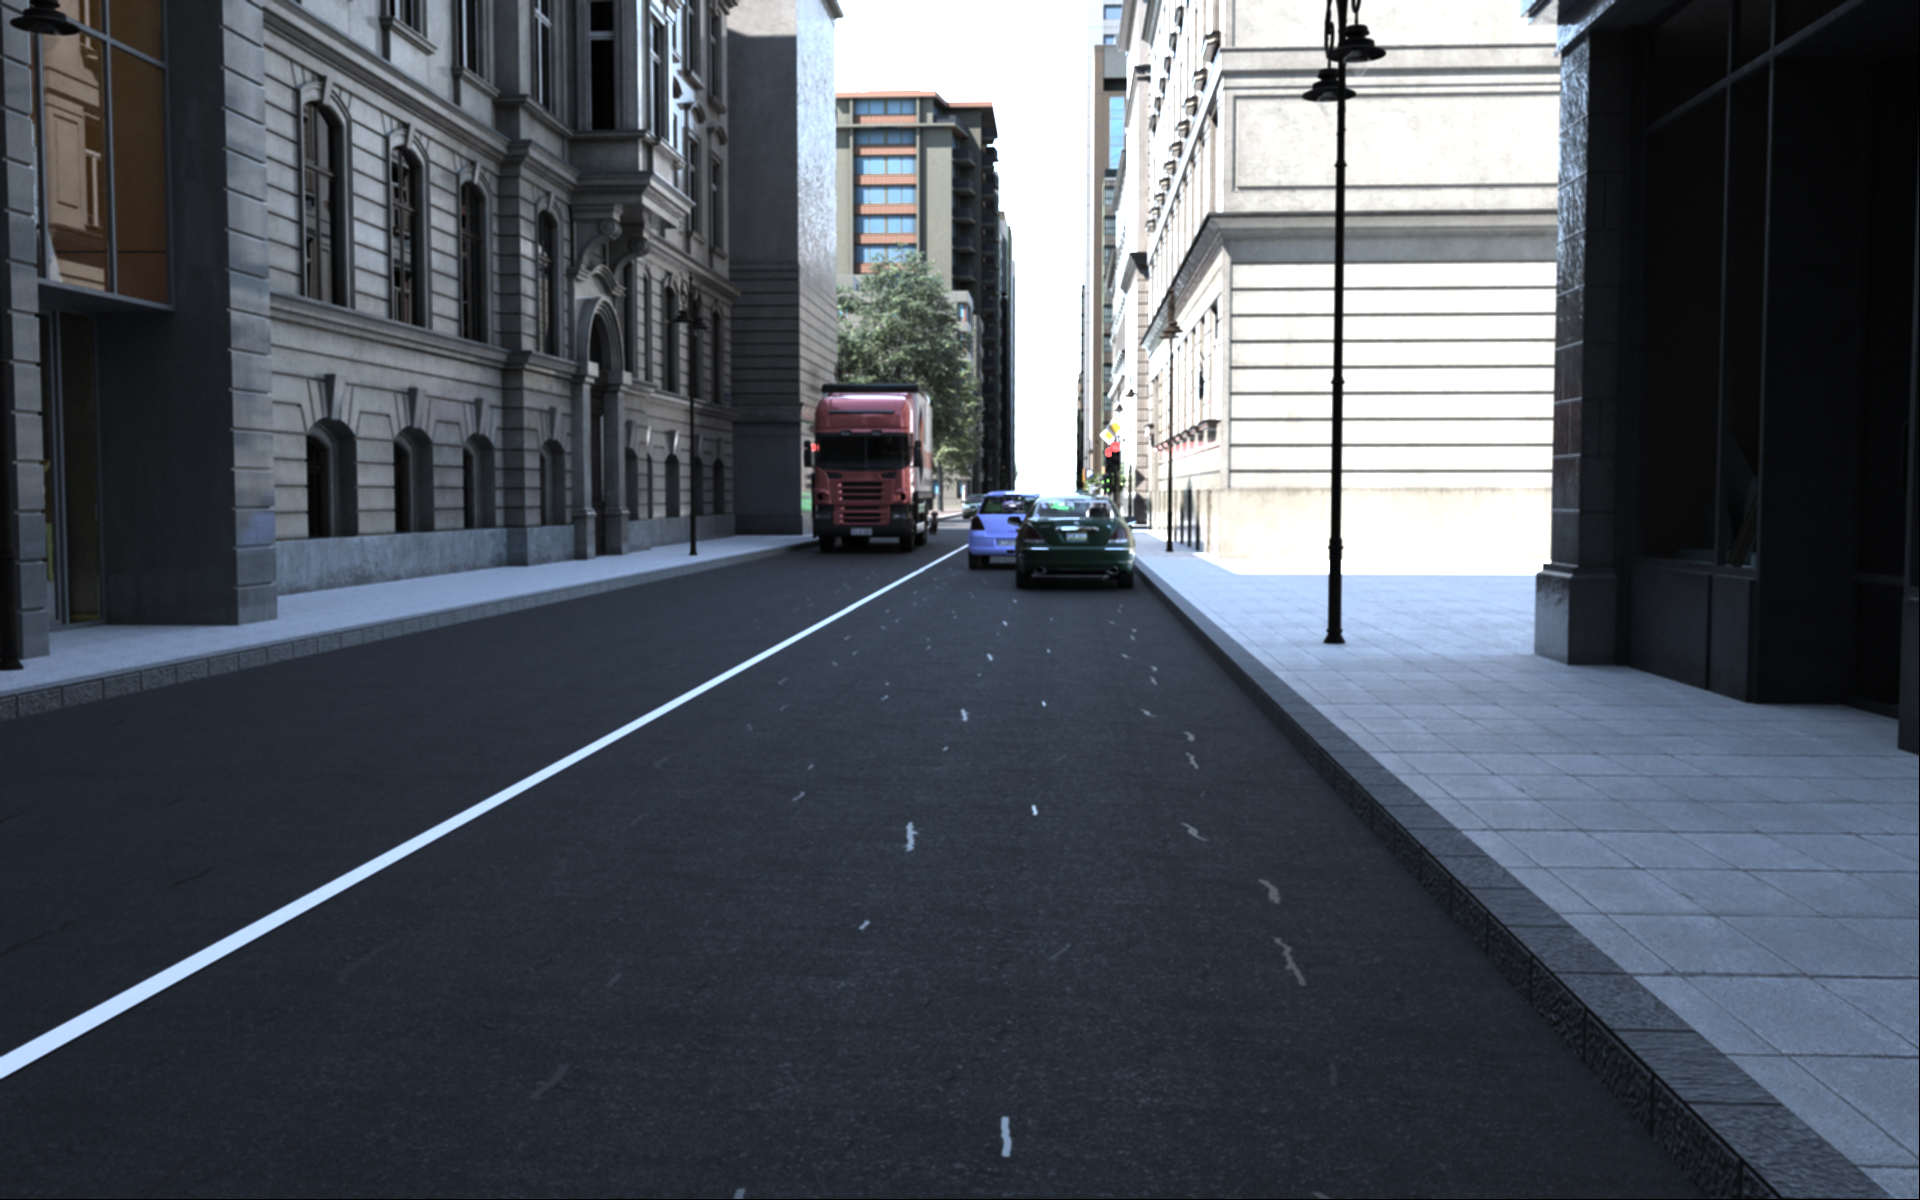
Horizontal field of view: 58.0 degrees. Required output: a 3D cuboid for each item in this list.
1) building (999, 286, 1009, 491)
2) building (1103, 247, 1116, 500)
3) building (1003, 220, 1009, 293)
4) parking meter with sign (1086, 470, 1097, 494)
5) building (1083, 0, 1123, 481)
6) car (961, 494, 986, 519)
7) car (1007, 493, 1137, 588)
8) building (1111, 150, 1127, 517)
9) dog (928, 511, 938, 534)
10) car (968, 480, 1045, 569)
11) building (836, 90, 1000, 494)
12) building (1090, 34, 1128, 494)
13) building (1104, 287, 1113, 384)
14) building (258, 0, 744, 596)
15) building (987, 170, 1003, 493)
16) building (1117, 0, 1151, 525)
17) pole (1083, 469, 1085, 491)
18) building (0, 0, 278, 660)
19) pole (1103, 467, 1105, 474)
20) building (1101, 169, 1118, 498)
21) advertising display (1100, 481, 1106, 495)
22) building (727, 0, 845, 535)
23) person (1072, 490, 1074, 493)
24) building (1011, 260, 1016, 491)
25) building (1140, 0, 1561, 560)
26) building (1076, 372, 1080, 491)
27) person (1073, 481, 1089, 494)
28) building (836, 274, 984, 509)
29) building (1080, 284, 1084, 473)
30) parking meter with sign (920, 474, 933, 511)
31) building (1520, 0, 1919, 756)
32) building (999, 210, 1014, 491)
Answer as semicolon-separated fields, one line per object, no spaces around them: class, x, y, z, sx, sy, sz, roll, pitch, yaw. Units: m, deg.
building;-0.607;-28.481;237.370;14.160;30.474;14.107;0;4;3
building;14.987;-15.302;114.813;10.561;19.102;19.286;0;4;3
building;-0.210;-34.742;251.618;14.154;41.232;14.086;0;4;3
parking meter with sign;9.666;-7.937;126.031;0.543;3.016;1.738;-1;4;-13
building;24.248;-39.753;191.953;21.231;58.520;28.212;0;4;3
car;1.099;-5.573;100.905;2.009;1.686;4.222;0;4;4
car;1.818;-0.985;27.910;2.131;1.459;4.920;0;4;2
building;13.496;-15.102;96.070;9.793;20.994;18.267;0;4;3
dog;-0.860;-2.742;61.662;0.513;0.831;0.800;2;4;28
car;1.120;-1.517;34.400;1.945;1.707;3.694;0;4;5
building;-6.989;-32.766;190.356;22.147;44.769;28.867;0;4;3
building;19.872;-31.804;170.108;14.600;45.320;14.200;0;4;3
building;17.237;-18.265;134.791;11.583;22.565;21.152;0;4;3
building;-12.926;-13.199;34.890;14.460;24.649;34.723;0;4;3
building;-2.387;-32.384;213.070;14.154;41.232;14.086;0;4;3
building;19.610;-17.028;75.668;25.104;27.353;12.463;0;4;3
pole;10.012;-8.938;139.986;0.158;3.312;0.155;0;3;0
building;-13.235;-13.761;2.494;11.434;29.767;29.804;0;4;3
pole;10.640;-8.220;128.245;0.158;3.312;0.155;0;3;0
building;19.803;-23.510;156.095;14.160;30.474;14.107;0;4;3
advertising display;6.685;-4.644;81.150;0.123;1.923;0.974;0;4;-4
building;-13.547;-12.814;58.663;18.267;20.994;9.793;0;4;3
person;9.468;-8.454;147.167;0.683;1.767;0.568;0;4;4
building;2.316;-37.354;294.324;14.154;41.232;14.086;0;4;3
building;13.136;-13.065;46.896;16.112;22.955;30.059;0;4;3
building;31.340;-25.346;259.445;27.650;21.520;28.899;0;4;3
person;3.661;-2.702;52.699;0.660;1.820;0.620;-1;4;-18
building;-12.260;-19.412;162.419;27.650;21.520;28.899;0;4;3
building;23.485;-28.492;237.553;14.160;30.474;14.107;0;4;3
parking meter with sign;-2.947;-8.335;132.538;1.738;3.016;0.543;0;3;0
building;8.953;-9.832;11.662;10.553;20.767;40.483;0;4;3
building;1.484;-38.509;279.733;14.600;45.320;14.200;0;4;3
